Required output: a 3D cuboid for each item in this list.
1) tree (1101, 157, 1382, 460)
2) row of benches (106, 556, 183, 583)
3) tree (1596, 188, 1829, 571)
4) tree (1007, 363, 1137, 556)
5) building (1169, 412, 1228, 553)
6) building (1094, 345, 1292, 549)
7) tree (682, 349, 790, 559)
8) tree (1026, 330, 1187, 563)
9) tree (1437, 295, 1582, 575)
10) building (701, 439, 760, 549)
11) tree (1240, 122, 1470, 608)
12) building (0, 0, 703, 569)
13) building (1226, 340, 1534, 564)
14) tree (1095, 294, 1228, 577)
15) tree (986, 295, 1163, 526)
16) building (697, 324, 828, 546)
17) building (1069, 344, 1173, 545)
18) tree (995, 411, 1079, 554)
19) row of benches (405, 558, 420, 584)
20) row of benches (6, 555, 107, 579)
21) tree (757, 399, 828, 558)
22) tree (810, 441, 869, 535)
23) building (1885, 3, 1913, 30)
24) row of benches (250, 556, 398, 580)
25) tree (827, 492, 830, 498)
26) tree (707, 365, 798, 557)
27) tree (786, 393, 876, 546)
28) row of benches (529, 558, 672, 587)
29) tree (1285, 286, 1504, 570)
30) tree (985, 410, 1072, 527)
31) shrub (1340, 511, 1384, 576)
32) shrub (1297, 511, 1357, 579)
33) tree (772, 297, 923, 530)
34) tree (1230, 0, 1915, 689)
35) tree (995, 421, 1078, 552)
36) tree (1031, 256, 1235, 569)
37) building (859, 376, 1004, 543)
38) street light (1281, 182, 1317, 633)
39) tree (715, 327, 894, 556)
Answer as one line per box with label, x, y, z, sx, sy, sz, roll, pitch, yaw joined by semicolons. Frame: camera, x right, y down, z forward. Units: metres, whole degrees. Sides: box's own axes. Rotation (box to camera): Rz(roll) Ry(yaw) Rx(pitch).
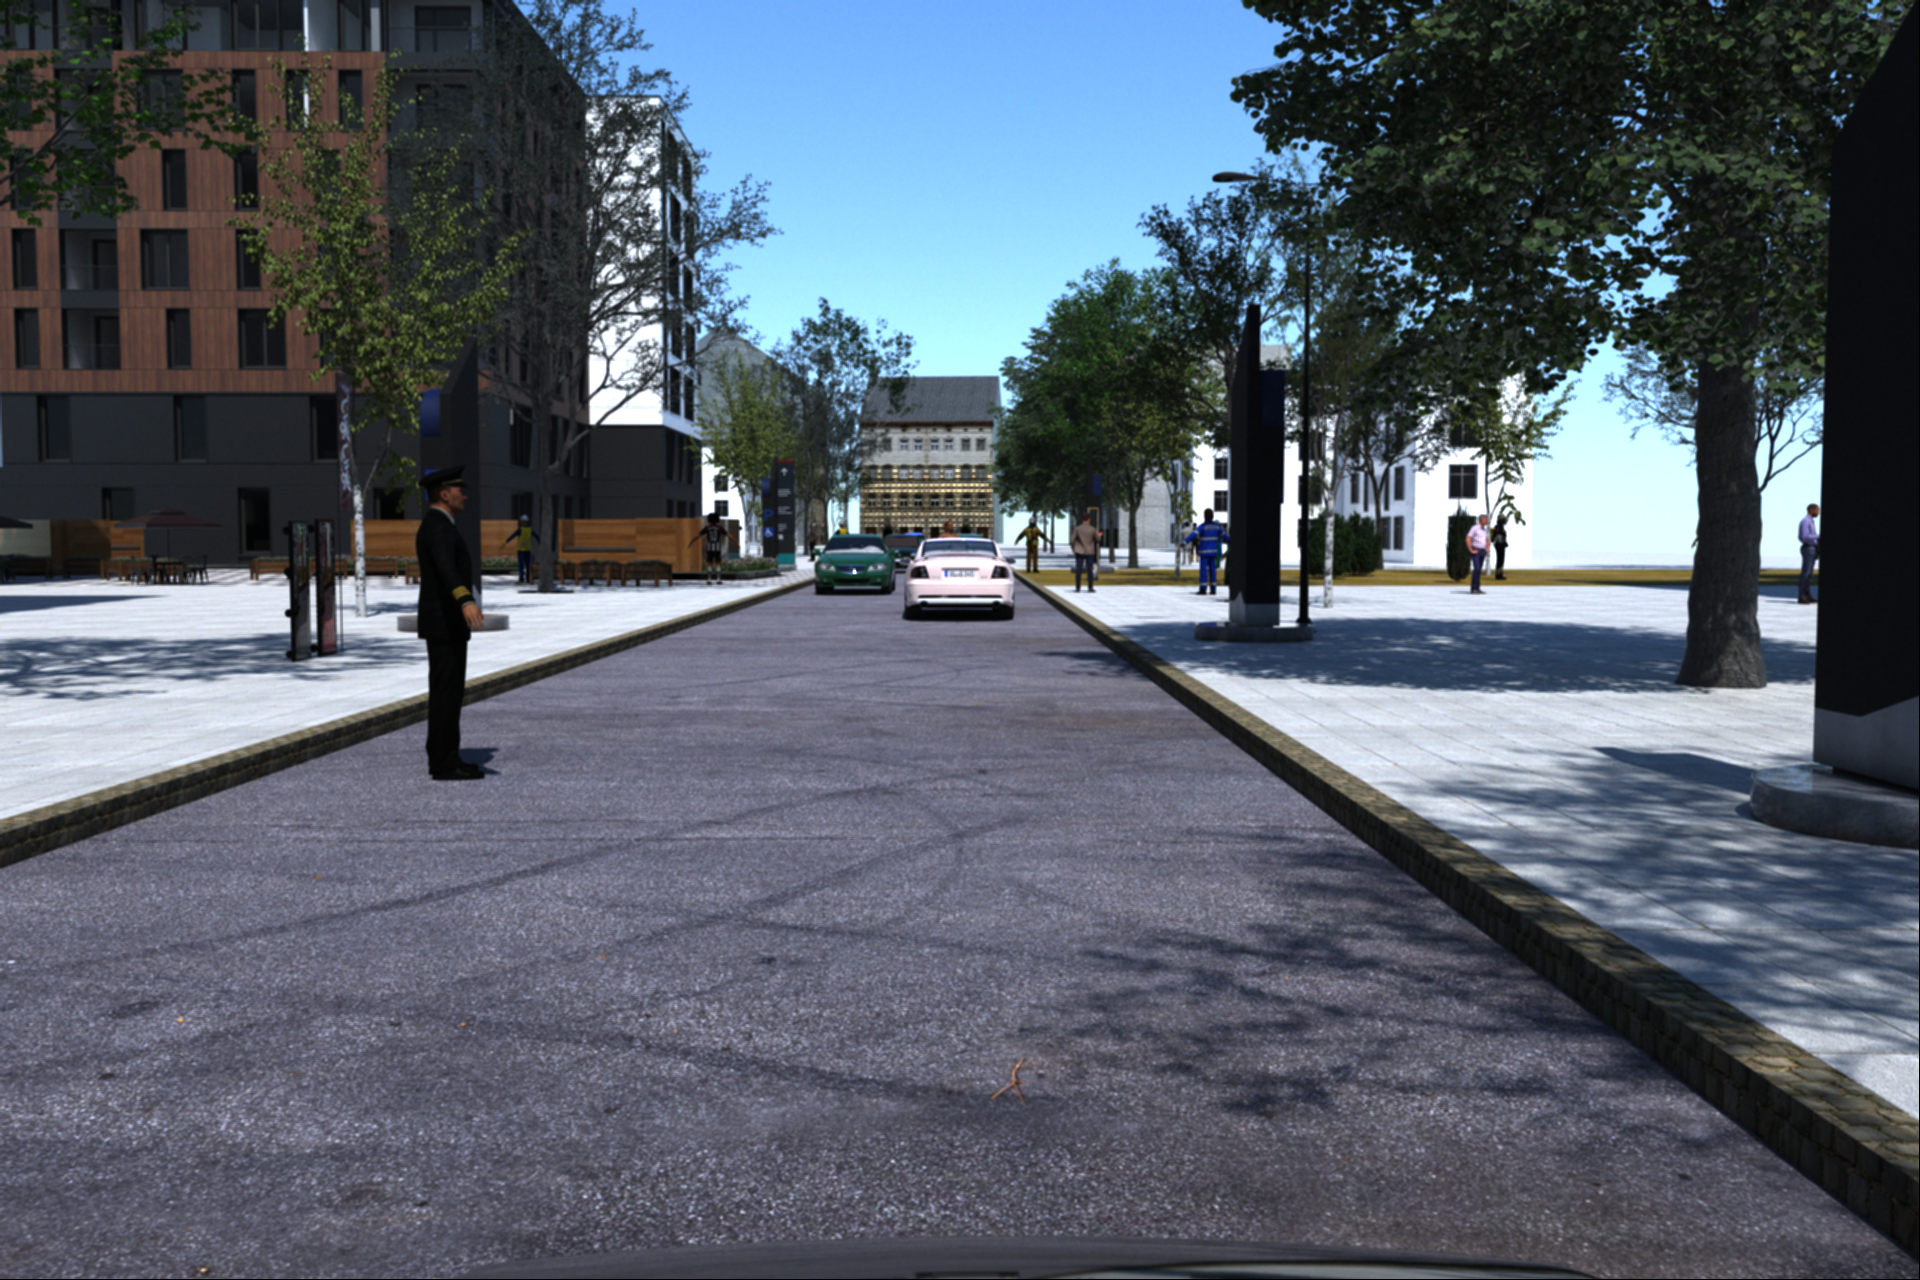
tree;7.054;-6.591;42.180;7.601;10.594;8.767;-3;4;-36
row of benches;-22.202;-1.931;47.029;1.422;0.672;4.104;-3;5;-44
tree;27.850;-9.178;60.424;12.009;13.543;11.850;0;3;0
tree;6.747;-10.685;100.448;9.928;11.665;9.643;0;3;0
building;20.501;-10.844;119.451;9.099;9.664;28.070;0;3;0
building;22.577;-18.574;170.147;16.747;18.905;31.486;0;3;0
tree;-8.548;-7.207;68.201;4.737;8.622;4.395;0;3;0
tree;6.385;-8.655;75.921;7.601;10.594;8.767;-1;4;-22
tree;16.702;-6.323;53.748;4.737;8.622;4.395;0;3;0
building;-23.709;-13.768;167.262;9.099;9.664;28.070;0;4;-1
tree;6.168;-4.855;29.738;4.360;8.622;3.978;0;3;0
building;-27.852;-14.353;78.650;27.936;21.610;32.646;0;4;-1
building;20.307;-8.963;88.691;9.099;9.664;28.070;0;4;0
tree;6.370;-6.216;52.001;4.737;8.622;4.395;0;3;0
tree;6.248;-11.163;89.172;9.857;13.997;8.962;0;3;0
building;-24.662;-21.964;190.032;19.493;23.208;18.063;0;4;1
building;22.498;-22.538;199.422;19.493;23.208;18.063;0;4;0
tree;5.868;-10.942;113.312;8.767;10.594;7.601;2;4;32
row of benches;-14.096;-1.875;46.116;1.422;0.672;4.104;0;4;-7
row of benches;-26.461;-2.079;49.447;4.104;0.672;1.422;-1;4;-16
tree;-8.740;-8.735;93.181;4.360;8.622;3.978;0;3;0
tree;-9.312;-10.651;124.509;4.360;8.622;3.978;0;3;0
building;23.082;-10.729;31.835;16.016;20.090;11.380;0;4;0
row of benches;-18.168;-2.071;49.316;4.104;0.672;1.422;-2;4;-35
tree;-22.316;-19.798;234.061;12.009;13.543;11.850;0;3;0
tree;-8.639;-7.556;73.900;4.737;8.622;4.395;0;3;0
tree;-9.160;-11.068;115.369;7.601;10.594;8.767;-2;4;-32
row of benches;-8.858;-1.680;42.935;4.104;0.672;1.422;2;4;27
tree;15.344;-7.853;62.816;8.767;10.594;7.601;1;4;16
tree;5.639;-13.484;138.591;7.486;12.596;7.792;0;3;0
shrub;12.055;-2.947;52.610;1.690;2.028;1.600;0;3;0
shrub;10.541;-2.794;49.731;1.661;2.075;1.752;0;3;0
tree;-8.959;-17.224;137.495;12.611;20.169;13.585;0;3;0
tree;6.382;-6.580;14.232;9.857;13.997;8.962;0;3;0
tree;6.351;-11.662;125.081;8.767;10.594;7.601;2;4;32
tree;6.498;-8.453;63.967;9.928;11.665;9.643;0;3;0
building;-3.614;-24.855;239.772;18.063;23.208;19.493;0;4;5
street light;5.017;-3.048;22.375;1.470;5.913;1.316;0;4;0
tree;-9.094;-11.730;102.161;12.009;13.543;11.850;0;3;0
